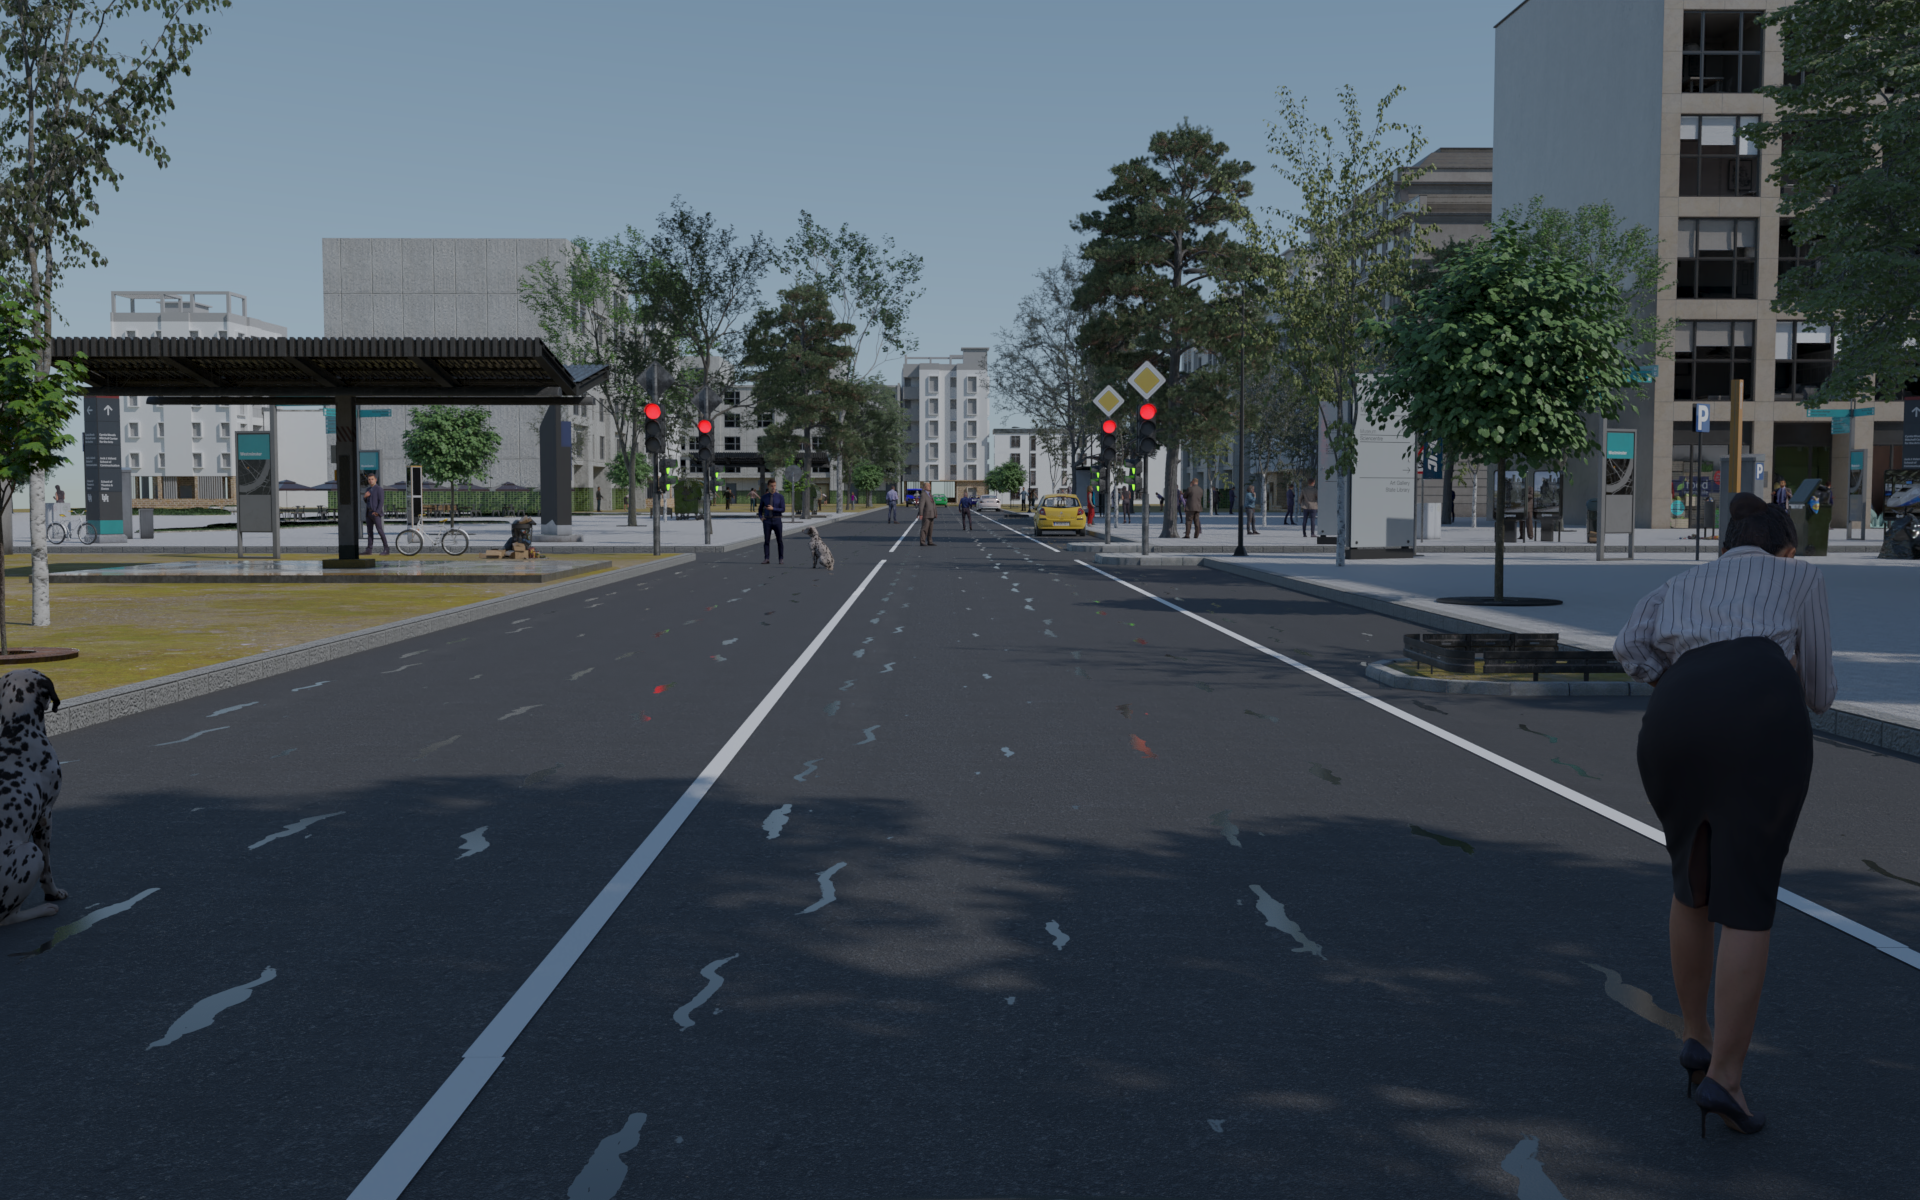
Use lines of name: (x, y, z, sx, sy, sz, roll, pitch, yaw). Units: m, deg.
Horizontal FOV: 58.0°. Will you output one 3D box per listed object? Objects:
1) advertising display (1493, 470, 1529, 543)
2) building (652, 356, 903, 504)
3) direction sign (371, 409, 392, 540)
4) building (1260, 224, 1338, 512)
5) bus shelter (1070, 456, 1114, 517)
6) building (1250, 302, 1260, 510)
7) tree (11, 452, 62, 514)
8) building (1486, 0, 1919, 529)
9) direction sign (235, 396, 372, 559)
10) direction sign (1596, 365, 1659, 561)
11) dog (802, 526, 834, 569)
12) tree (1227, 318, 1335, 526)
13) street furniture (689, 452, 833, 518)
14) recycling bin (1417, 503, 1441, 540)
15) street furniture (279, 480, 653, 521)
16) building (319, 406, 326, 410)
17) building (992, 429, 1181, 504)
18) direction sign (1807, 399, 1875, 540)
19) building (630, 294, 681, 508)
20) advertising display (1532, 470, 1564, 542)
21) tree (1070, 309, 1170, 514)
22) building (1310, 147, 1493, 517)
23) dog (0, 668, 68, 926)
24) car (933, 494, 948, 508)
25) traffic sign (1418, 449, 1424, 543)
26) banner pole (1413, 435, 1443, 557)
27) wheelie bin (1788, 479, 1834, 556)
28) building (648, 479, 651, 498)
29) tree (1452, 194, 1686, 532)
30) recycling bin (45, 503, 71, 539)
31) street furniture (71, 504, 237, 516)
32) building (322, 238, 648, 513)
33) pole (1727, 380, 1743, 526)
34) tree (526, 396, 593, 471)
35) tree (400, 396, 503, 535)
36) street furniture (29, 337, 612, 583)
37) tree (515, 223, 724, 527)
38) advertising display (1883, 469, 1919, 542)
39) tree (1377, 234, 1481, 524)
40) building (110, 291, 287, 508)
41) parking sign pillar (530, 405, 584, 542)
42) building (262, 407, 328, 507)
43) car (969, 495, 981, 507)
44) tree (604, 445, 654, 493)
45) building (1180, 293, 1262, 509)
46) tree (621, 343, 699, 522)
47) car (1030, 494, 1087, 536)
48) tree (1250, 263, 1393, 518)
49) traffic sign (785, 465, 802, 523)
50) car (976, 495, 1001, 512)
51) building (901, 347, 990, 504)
advertising display: (14.512, -2.475, 45.686, 0.123, 1.923, 0.974, -3, 5, -40)
building: (-23.564, -22.262, 230.444, 31.486, 18.905, 16.747, 0, 4, -1)
direction sign: (-17.238, -3.652, 48.478, 2.525, 3.948, 1.411, 2, 4, 27)
building: (31.352, -16.557, 127.133, 16.016, 20.091, 11.380, 0, 4, -1)
bus shelter: (7.205, -6.158, 94.603, 2.014, 3.302, 5.546, 0, 4, -1)
building: (31.739, -17.279, 138.938, 16.016, 20.091, 11.380, 0, 4, -1)
tree: (-61.298, -8.710, 105.312, 11.467, 7.101, 20.602, -2, 4, -26)
building: (42.284, -16.400, 72.655, 34.151, 26.468, 19.350, 0, 4, -1)
direction sign: (-13.373, -2.807, 34.658, 2.525, 3.948, 1.411, 1, 4, 14)
direction sign: (12.519, -2.680, 32.576, 2.525, 3.948, 1.411, -2, 4, -27)
dog: (-2.648, -1.003, 33.241, 0.513, 0.831, 0.800, -2, 4, -28)
tree: (12.085, -7.201, 68.103, 4.360, 8.622, 3.978, 0, 3, 0)
street furniture: (-10.854, -6.309, 95.254, 7.346, 3.524, 5.398, 0, 4, -1)
recycling bin: (13.178, -2.243, 49.222, 0.722, 1.027, 0.722, -3, 5, -44)
street furniture: (-29.736, -5.497, 94.908, 14.083, 1.986, 27.439, 2, 4, 30)
building: (-77.039, -22.791, 229.050, 11.380, 20.091, 16.016, 0, 4, -1)
building: (18.290, -17.384, 226.370, 28.070, 9.664, 9.099, 0, 4, -1)
direction sign: (24.445, -3.661, 48.618, 1.411, 3.948, 2.525, 0, 4, 3)
building: (-33.458, -19.054, 167.949, 11.380, 20.091, 16.016, 0, 4, -1)
advertising display: (15.861, -2.540, 46.739, 0.123, 1.923, 0.974, -2, 4, -27)
tree: (11.170, -12.564, 112.839, 7.806, 13.903, 7.818, 0, 3, 0)
building: (30.869, -16.263, 107.702, 13.314, 21.916, 24.055, 0, 4, -1)
dog: (-3.353, 0.673, 5.831, 0.513, 0.831, 0.800, 3, 4, 36)
car: (-2.246, -10.802, 185.403, 1.959, 1.807, 4.718, 0, 4, 0)
traffic sign: (12.197, -2.793, 45.671, 0.884, 2.594, 0.081, 1, 4, 9)
banner pole: (9.607, -2.795, 35.716, 0.863, 3.779, 0.401, -1, 4, -16)
wheelie bin: (17.638, -1.712, 35.907, 0.693, 1.594, 0.980, 0, 4, -4)
building: (-55.054, -22.266, 230.501, 31.486, 18.905, 16.747, 0, 4, -1)
tree: (20.534, -8.150, 59.009, 9.928, 11.665, 9.643, 0, 3, 0)
recycling bin: (-26.264, -2.297, 50.108, 0.722, 1.027, 0.722, 2, 4, 26)
street furniture: (-48.399, -5.405, 103.999, 10.072, 0.657, 5.734, 0, 4, 4)
building: (-35.776, -16.466, 135.677, 16.747, 18.905, 31.486, 0, 4, -1)
pole: (13.866, -2.272, 30.993, 0.158, 3.312, 0.155, 0, 3, 0)
tree: (-26.909, -10.159, 116.467, 4.360, 8.622, 3.978, 0, 3, 0)
tree: (-15.955, -4.315, 54.271, 4.285, 4.588, 4.351, 0, 3, 0)
street furniture: (-9.733, -2.165, 27.496, 7.346, 3.524, 5.398, 0, 4, -1)
tree: (-13.089, -8.702, 68.040, 9.928, 11.665, 9.643, 0, 3, 0)
advertising display: (24.422, -2.420, 44.786, 0.974, 1.923, 0.123, 2, 4, 31)
tree: (20.725, -9.240, 73.128, 6.751, 12.117, 7.091, 0, 3, 0)
building: (-72.911, -19.053, 167.932, 11.380, 20.091, 16.016, 0, 4, -1)
parking sign pillar: (-10.859, -3.548, 46.489, 1.447, 3.967, 1.447, -2, 4, -33)
building: (-53.230, -14.039, 171.677, 28.070, 9.664, 9.099, 0, 4, -1)
car: (1.651, -10.830, 189.643, 1.945, 1.354, 3.894, 0, 4, 0)
tree: (-21.547, -7.928, 113.341, 4.285, 4.588, 4.351, 0, 3, 0)
building: (31.164, -18.037, 161.370, 16.747, 18.905, 31.486, 0, 4, -1)
tree: (-13.373, -7.818, 78.182, 4.360, 8.622, 3.978, 0, 3, 0)
car: (3.437, -3.045, 60.012, 2.015, 1.641, 3.980, 0, 4, 1)
tree: (18.690, -11.054, 91.106, 12.009, 13.543, 11.850, 0, 3, 0)
traffic sign: (-7.270, -4.612, 75.514, 0.768, 2.556, 0.104, 0, 4, 7)
car: (2.340, -7.923, 141.903, 2.083, 1.381, 4.827, 0, 4, -2)
building: (-1.980, -22.819, 229.505, 11.380, 20.091, 16.016, 0, 4, -1)
